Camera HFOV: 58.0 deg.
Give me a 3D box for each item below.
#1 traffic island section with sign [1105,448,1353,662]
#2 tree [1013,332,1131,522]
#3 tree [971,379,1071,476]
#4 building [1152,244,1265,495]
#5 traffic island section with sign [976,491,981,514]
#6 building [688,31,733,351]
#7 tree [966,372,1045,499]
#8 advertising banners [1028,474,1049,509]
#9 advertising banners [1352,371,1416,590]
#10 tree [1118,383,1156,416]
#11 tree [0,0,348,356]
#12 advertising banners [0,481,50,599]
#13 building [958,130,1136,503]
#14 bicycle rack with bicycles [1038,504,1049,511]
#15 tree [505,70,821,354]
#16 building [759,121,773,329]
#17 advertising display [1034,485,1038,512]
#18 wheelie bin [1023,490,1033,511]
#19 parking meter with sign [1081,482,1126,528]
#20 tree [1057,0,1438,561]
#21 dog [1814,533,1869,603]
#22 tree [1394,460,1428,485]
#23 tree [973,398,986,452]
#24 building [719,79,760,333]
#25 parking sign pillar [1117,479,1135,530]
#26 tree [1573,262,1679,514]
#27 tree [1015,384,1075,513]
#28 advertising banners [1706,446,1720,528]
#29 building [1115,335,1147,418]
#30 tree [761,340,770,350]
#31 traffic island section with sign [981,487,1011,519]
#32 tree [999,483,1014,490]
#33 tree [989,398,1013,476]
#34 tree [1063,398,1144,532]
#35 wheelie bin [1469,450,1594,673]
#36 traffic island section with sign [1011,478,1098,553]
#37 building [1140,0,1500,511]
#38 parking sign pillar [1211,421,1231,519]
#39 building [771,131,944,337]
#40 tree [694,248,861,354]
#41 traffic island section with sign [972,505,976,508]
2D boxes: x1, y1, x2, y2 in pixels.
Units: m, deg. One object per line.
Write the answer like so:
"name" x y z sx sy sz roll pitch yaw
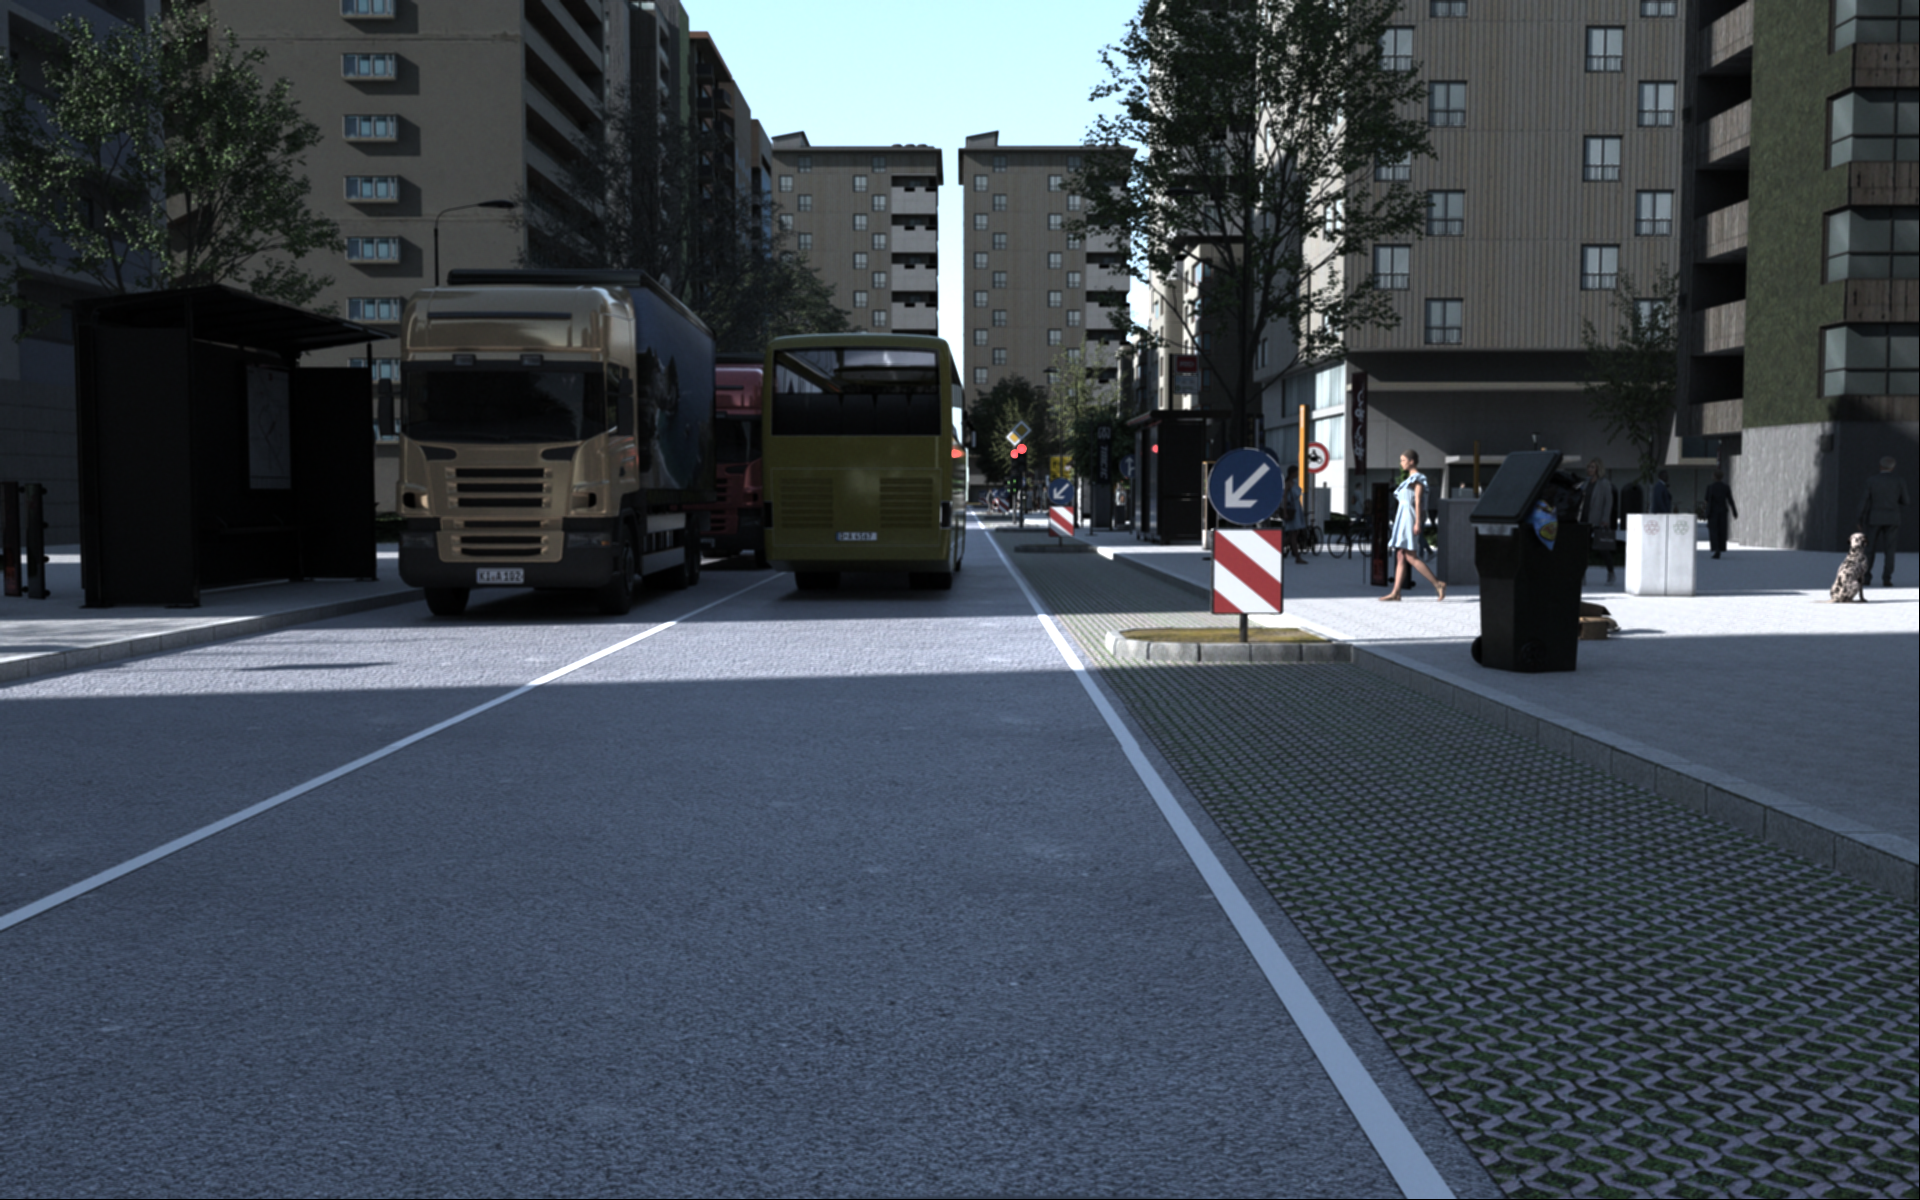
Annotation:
"traffic island section with sign" 2.346 -0.427 15.616 1.989 1.847 2.006 0 3 0
"tree" 5.722 -7.905 79.601 4.737 8.622 4.395 0 3 0
"tree" 4.943 -12.623 140.795 8.767 10.594 7.601 0 4 6
"building" 30.352 -17.694 134.337 27.650 21.520 28.899 0 3 0
"traffic island section with sign" 2.355 -7.143 125.407 1.989 1.847 2.006 0 3 0
"building" -33.252 -31.061 162.466 22.147 44.769 28.867 0 3 0
"tree" 4.711 -16.833 181.880 9.857 13.997 8.962 0 3 0
"advertising banners" 6.771 -9.307 148.359 2.074 3.025 0.090 -1 4 -22
"advertising banners" 5.866 -1.708 24.106 0.090 3.025 2.074 -1 4 -11
"tree" 11.871 -10.044 114.574 4.360 8.622 3.978 0 3 0
"tree" -17.233 -6.842 37.623 9.928 11.665 9.643 0 3 0
"advertising banners" -11.863 -1.556 21.628 2.074 3.025 0.090 3 5 42
"building" 13.464 -40.967 259.051 27.495 52.752 28.713 0 3 0
"bicycle rack with bicycles" 7.552 -7.400 134.372 2.925 0.926 2.852 0 4 3
"tree" -8.725 -8.592 50.851 12.009 13.543 11.850 0 3 0
"building" -29.725 -33.815 202.986 14.200 45.320 14.600 0 3 0
"advertising display" 5.504 -7.334 125.117 0.123 1.923 0.974 1 4 13
"wheelie bin" 5.041 -7.335 127.842 0.693 1.594 0.980 -2 4 -26
"parking meter with sign" 5.432 -4.261 65.931 1.738 3.016 0.543 -1 4 -16
"tree" 5.404 -6.564 33.072 9.928 11.665 9.643 0 3 0
"dog" 10.428 -0.377 20.540 0.800 0.831 0.513 0 4 3
"tree" 21.775 -5.508 84.662 1.663 3.219 1.824 0 3 0
"tree" 4.783 -14.700 166.106 9.928 11.665 9.643 0 3 0
"building" -29.816 -32.660 184.099 14.600 45.320 14.200 0 3 0
"parking sign pillar" 6.422 -4.548 62.830 1.447 3.967 1.447 1 4 10
"tree" 21.605 -6.372 54.541 4.737 8.622 4.395 0 3 0
"tree" 5.608 -10.063 114.888 4.360 8.622 3.978 0 3 0
"advertising banners" 28.053 -4.176 64.469 0.090 3.025 2.074 1 4 14
"building" 32.706 -21.494 196.467 27.650 21.520 28.899 0 3 0
"tree" -8.580 -7.974 80.729 4.360 8.622 3.978 0 3 0
"traffic island section with sign" 2.356 -5.494 98.452 1.989 1.847 2.006 0 3 0
"tree" 5.274 -12.255 194.963 1.663 3.219 1.824 0 3 0
"tree" 4.471 -11.027 130.654 4.737 8.622 4.395 0 3 0
"tree" 5.161 -4.652 59.766 4.285 4.588 4.351 0 3 0
"wheelie bin" 4.185 -0.294 12.721 0.693 1.594 0.980 -1 4 -17
"traffic island section with sign" 2.342 -2.085 42.722 1.989 1.847 2.006 0 3 0
"building" 32.969 -35.360 167.369 28.713 52.752 27.495 0 3 0
"parking sign pillar" 9.721 -4.643 64.379 1.447 3.967 1.447 -1 4 -9
"building" -14.106 -40.987 259.371 27.495 52.752 28.713 0 3 0
"tree" -9.346 -11.140 88.790 9.857 13.997 8.962 0 3 0
"traffic island section with sign" 2.375 -10.195 175.318 1.989 1.847 2.006 0 3 0
